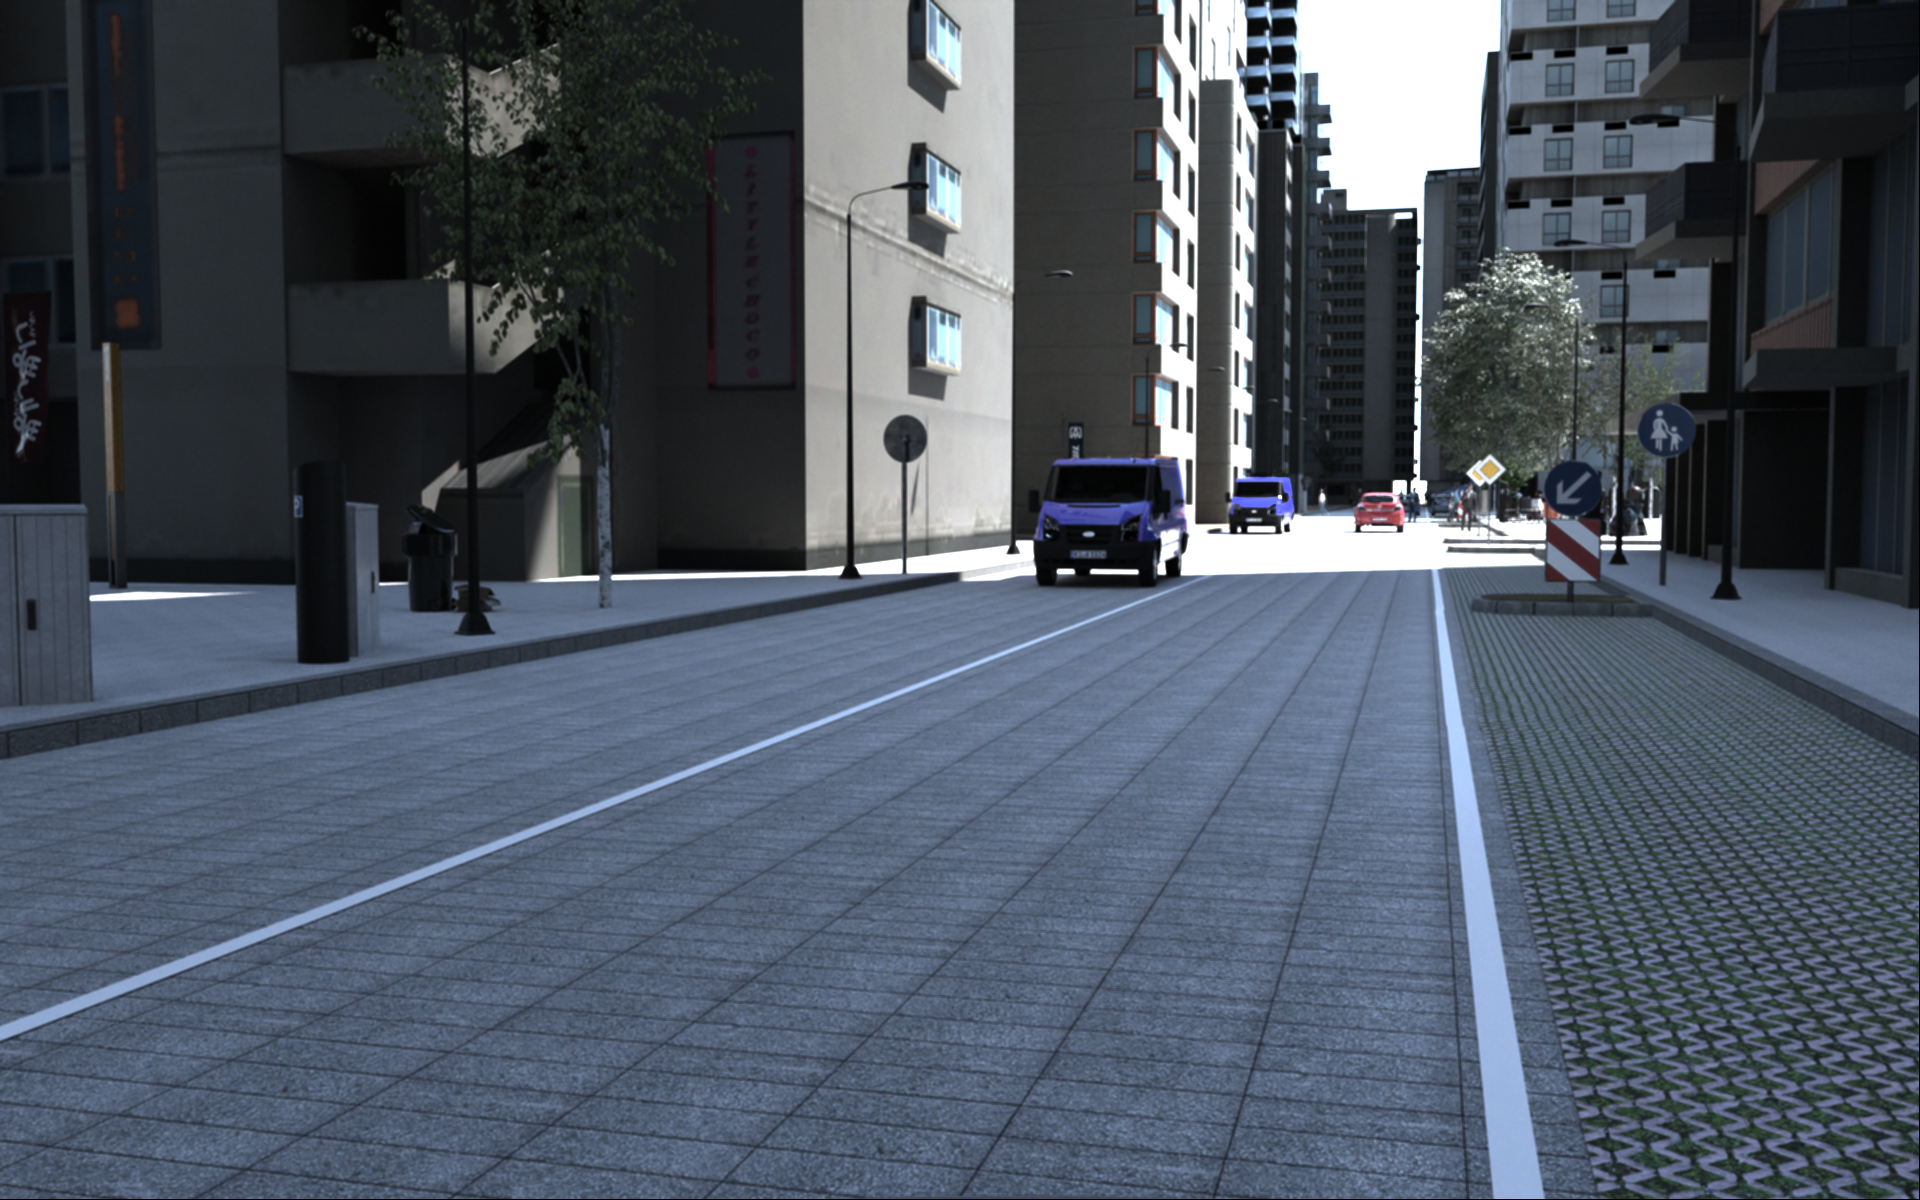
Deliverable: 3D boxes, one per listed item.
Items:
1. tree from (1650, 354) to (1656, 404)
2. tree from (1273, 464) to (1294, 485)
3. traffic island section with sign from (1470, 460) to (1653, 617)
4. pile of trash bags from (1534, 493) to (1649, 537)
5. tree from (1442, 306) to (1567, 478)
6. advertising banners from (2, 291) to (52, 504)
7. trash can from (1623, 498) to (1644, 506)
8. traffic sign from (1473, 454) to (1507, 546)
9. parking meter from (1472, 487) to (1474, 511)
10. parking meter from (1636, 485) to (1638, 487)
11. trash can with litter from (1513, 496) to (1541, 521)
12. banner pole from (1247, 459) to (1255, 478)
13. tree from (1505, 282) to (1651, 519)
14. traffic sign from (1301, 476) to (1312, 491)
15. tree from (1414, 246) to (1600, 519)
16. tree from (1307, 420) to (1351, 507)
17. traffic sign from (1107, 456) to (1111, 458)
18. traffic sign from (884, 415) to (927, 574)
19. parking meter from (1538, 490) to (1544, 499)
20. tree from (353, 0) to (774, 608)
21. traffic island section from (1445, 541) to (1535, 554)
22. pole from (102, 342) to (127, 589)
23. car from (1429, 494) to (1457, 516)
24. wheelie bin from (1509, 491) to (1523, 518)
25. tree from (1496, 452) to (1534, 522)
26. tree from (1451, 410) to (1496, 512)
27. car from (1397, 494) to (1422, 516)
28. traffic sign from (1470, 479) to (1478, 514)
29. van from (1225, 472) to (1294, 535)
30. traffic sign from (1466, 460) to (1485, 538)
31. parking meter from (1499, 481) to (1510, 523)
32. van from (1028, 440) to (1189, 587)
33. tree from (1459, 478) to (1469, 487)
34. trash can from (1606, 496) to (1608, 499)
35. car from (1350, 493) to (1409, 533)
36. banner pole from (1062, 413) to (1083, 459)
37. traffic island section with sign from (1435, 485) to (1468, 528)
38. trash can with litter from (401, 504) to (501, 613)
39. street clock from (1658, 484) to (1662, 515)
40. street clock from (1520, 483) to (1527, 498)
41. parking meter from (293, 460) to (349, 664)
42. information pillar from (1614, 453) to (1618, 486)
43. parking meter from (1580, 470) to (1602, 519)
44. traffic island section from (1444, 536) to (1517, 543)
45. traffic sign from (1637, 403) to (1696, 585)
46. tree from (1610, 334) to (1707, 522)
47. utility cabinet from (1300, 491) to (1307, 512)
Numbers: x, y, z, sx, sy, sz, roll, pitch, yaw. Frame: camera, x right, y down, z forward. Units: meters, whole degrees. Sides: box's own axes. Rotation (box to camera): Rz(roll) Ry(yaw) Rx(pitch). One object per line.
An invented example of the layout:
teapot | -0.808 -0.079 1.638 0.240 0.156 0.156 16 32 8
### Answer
tree | 28.427 -7.664 75.661 4.360 8.622 3.978 0 3 0
tree | 20.621 -7.154 111.562 1.663 3.219 1.824 0 3 0
traffic island section with sign | 7.297 -0.765 21.137 1.989 1.847 2.006 1 4 15
pile of trash bags | 19.546 -2.680 53.576 1.912 1.369 3.447 -3 5 -40
tree | 33.012 -11.429 104.998 7.486 12.596 7.792 0 3 0
advertising banners | -8.804 -1.167 15.274 2.074 3.025 0.090 1 4 17
trash can | 22.653 -2.860 58.410 0.748 1.137 0.748 0 3 0
traffic sign | 13.101 -2.399 42.874 0.795 2.450 0.064 1 4 15
parking meter | 35.656 -7.045 120.901 0.399 1.863 0.255 -1 4 -14
parking meter | 43.941 -6.507 112.107 0.399 1.863 0.255 0 4 0
trash can with litter | 27.862 -4.460 83.981 2.233 1.210 1.678 0 4 6
banner pole | 20.806 -8.203 124.140 0.863 3.779 0.401 1 4 16
tree | 21.333 -6.779 61.193 4.360 8.622 3.978 0 3 0
traffic sign | 24.495 -7.493 122.613 0.768 2.556 0.104 1 4 22
tree | 28.583 -11.255 90.678 9.857 13.997 8.962 0 3 0
tree | 36.874 -13.638 173.341 4.360 8.622 3.978 0 3 0
traffic sign | 3.886 -2.551 45.356 0.795 2.450 0.064 1 4 15
traffic sign | -0.898 -1.701 27.910 0.768 2.556 0.104 1 4 23
parking meter | 36.696 -6.177 109.403 0.372 1.533 0.369 0 3 0
tree | -4.239 -4.213 19.248 4.737 8.622 4.395 0 3 0
traffic island section | 13.126 -1.264 42.945 2.009 0.180 2.903 1 4 15
pole | -11.434 -1.809 23.426 0.158 3.312 0.155 0 3 0
car | 32.296 -6.322 115.372 2.014 1.417 4.499 1 4 14
wheelie bin | 29.976 -5.257 93.864 0.980 1.594 0.693 2 4 27
tree | 25.125 -5.175 79.211 1.663 3.219 1.824 0 3 0
tree | 38.042 -10.613 123.881 4.737 8.622 4.395 0 3 0
car | 29.973 -6.376 116.254 2.014 1.417 4.499 1 4 16
traffic sign | 33.594 -6.885 112.679 0.768 2.556 0.104 1 4 19
van | 11.018 -3.601 63.259 2.240 2.365 5.245 1 4 16
traffic sign | 15.169 -2.871 50.588 0.795 2.450 0.064 1 4 15
parking meter | 24.493 -4.417 77.923 0.255 1.863 0.399 -3 4 -36
van | 2.554 -1.486 28.678 2.240 2.365 5.245 1 4 14
tree | 54.872 -11.900 189.168 1.663 3.219 1.824 0 3 0
trash can | 40.258 -5.839 107.115 0.748 1.137 0.748 0 3 0
car | 15.835 -3.447 65.396 2.155 1.783 4.494 1 4 13
banner pole | 3.409 -3.874 53.357 0.863 3.779 0.401 -1 4 -9
traffic island section with sign | 21.582 -4.024 74.418 1.989 1.847 2.006 1 4 15
trash can with litter | -5.568 -0.466 18.999 1.055 1.170 0.624 1 4 10
street clock | 43.422 -6.272 107.109 0.471 2.002 0.358 1 4 11
street clock | 37.381 -6.753 114.979 0.471 2.002 0.358 3 5 44
parking meter | -4.870 -0.293 13.207 0.372 1.533 0.369 0 3 0
information pillar | 37.415 -6.558 98.573 0.183 3.616 0.504 -2 4 -28
parking meter | 13.782 -1.964 37.825 0.399 1.863 0.255 -1 4 -9
traffic island section | 15.194 -1.736 50.658 2.009 0.180 2.903 1 4 15
traffic sign | 9.885 -1.479 24.290 0.768 2.556 0.104 1 4 21
tree | 32.287 -7.935 80.092 4.737 8.622 4.395 0 3 0
utility cabinet | 24.057 -6.894 121.398 0.318 1.500 1.173 1 4 20
